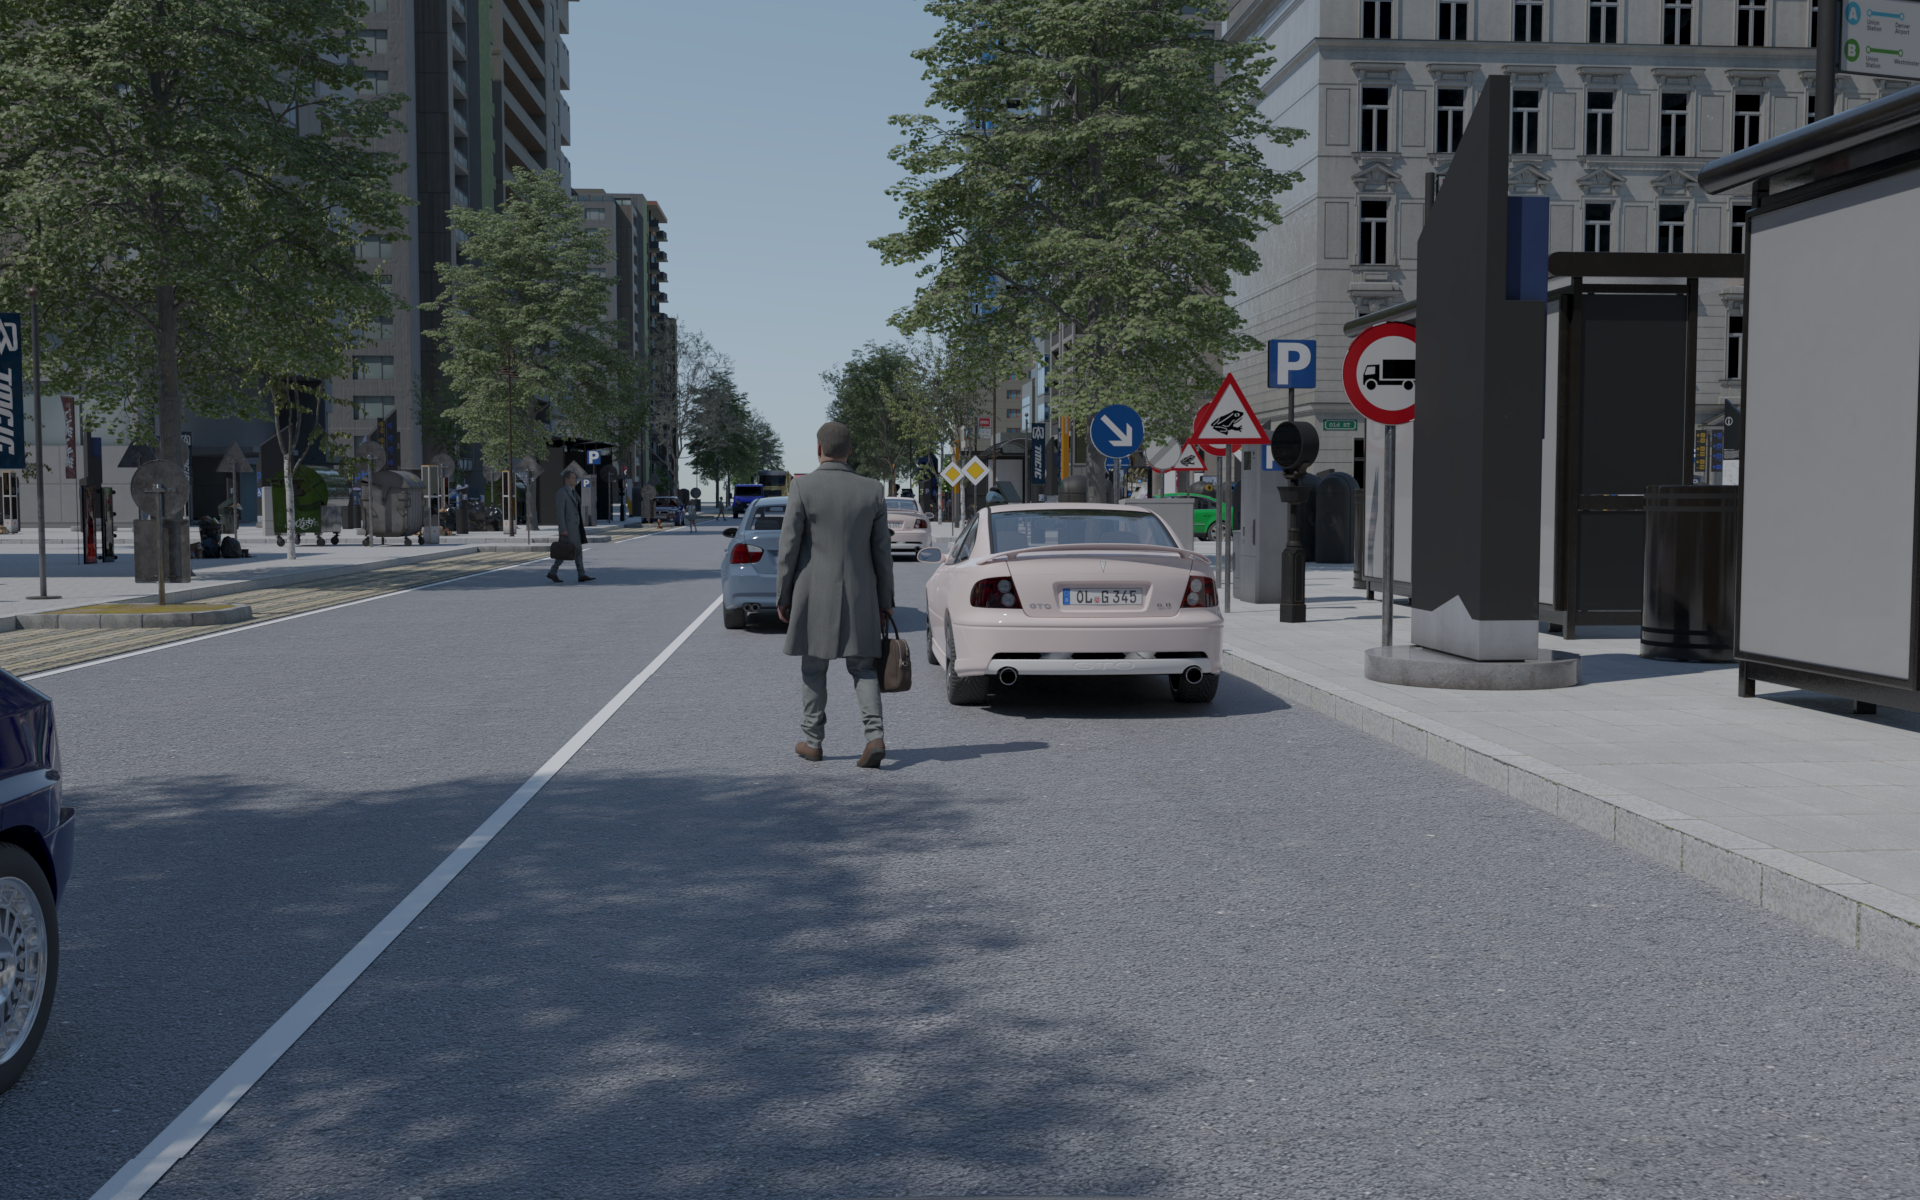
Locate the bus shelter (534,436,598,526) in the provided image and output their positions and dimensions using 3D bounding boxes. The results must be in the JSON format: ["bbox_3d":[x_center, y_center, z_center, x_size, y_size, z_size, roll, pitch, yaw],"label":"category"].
[{"bbox_3d":[-16.649,-4.983,72.748,1.731,3.624,6.357,0,4,-4],"label":"bus shelter"}]

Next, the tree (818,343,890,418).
[{"bbox_3d":[-11.397,-22.114,217.449,12.611,20.169,13.585,0,3,0],"label":"tree"}]

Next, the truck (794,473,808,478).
[{"bbox_3d":[-21.279,-15.096,235.735,2.839,4.237,11.283,0,4,-3],"label":"truck"}]

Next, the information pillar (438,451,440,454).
[{"bbox_3d":[-28.201,-6.276,93.961,0.183,3.616,0.504,-2,4,-32],"label":"information pillar"}]

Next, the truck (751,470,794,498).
[{"bbox_3d":[-15.319,-9.003,143.120,3.469,3.379,9.791,0,4,-3],"label":"truck"}]

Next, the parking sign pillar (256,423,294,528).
[{"bbox_3d":[-26.011,-4.730,65.802,1.447,3.967,1.447,3,5,42],"label":"parking sign pillar"}]

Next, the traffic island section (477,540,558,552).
[{"bbox_3d":[-10.942,-1.321,43.881,2.009,0.180,2.903,0,4,-4],"label":"traffic island section"}]

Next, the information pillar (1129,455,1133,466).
[{"bbox_3d":[9.551,-6.449,96.793,0.183,3.616,0.504,-1,4,-9],"label":"information pillar"}]

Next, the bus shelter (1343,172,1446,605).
[{"bbox_3d":[5.806,-2.553,19.366,2.179,5.291,8.768,0,4,-4],"label":"bus shelter"}]

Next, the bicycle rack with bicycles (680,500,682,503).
[{"bbox_3d":[-19.353,-6.087,112.901,2.852,0.926,2.925,-1,4,-17],"label":"bicycle rack with bicycles"}]

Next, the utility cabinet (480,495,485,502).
[{"bbox_3d":[-31.554,-6.285,113.928,0.306,1.237,1.020,-2,4,-32],"label":"utility cabinet"}]

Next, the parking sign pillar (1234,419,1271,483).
[{"bbox_3d":[10.621,-4.550,62.865,1.447,3.967,1.447,1,4,15],"label":"parking sign pillar"}]

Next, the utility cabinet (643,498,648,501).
[{"bbox_3d":[-17.076,-5.253,94.570,0.318,1.500,1.173,0,4,3],"label":"utility cabinet"}]

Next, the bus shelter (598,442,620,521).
[{"bbox_3d":[-16.869,-5.412,79.776,1.731,3.624,6.357,0,4,-5],"label":"bus shelter"}]

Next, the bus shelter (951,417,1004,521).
[{"bbox_3d":[0.753,-6.729,87.648,2.179,5.291,8.768,0,4,-4],"label":"bus shelter"}]

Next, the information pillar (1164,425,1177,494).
[{"bbox_3d":[6.931,-4.031,57.267,0.504,3.616,0.183,2,4,32],"label":"information pillar"}]

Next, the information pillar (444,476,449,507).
[{"bbox_3d":[-20.626,-3.958,69.212,0.304,2.012,0.304,2,4,23],"label":"information pillar"}]

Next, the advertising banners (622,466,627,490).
[{"bbox_3d":[-20.312,-6.870,108.512,2.074,3.025,0.090,2,4,25],"label":"advertising banners"}]

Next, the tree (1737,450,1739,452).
[{"bbox_3d":[17.930,-2.665,38.182,1.663,3.219,1.824,0,3,0],"label":"tree"}]

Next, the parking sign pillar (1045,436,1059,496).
[{"bbox_3d":[4.207,-5.683,81.382,1.447,3.967,1.447,-1,4,-23],"label":"parking sign pillar"}]

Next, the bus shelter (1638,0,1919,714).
[{"bbox_3d":[5.830,-1.944,9.415,2.179,5.291,8.768,0,4,-5],"label":"bus shelter"}]

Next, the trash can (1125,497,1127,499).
[{"bbox_3d":[8.373,-4.797,90.090,0.748,1.137,0.748,0,3,0],"label":"trash can"}]

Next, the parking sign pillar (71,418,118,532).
[{"bbox_3d":[-29.830,-4.348,59.554,1.447,3.967,1.447,-2,4,-32],"label":"parking sign pillar"}]

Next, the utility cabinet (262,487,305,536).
[{"bbox_3d":[-20.541,-2.686,52.593,1.173,1.500,0.318,-3,4,-36],"label":"utility cabinet"}]

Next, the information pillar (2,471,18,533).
[{"bbox_3d":[-30.954,-3.177,56.442,0.304,2.012,0.304,1,4,11],"label":"information pillar"}]

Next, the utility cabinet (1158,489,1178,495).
[{"bbox_3d":[9.720,-4.425,81.034,0.318,1.500,1.173,3,5,43],"label":"utility cabinet"}]

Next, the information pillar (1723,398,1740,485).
[{"bbox_3d":[18.831,-3.114,42.268,0.183,3.616,0.504,-2,4,-27],"label":"information pillar"}]

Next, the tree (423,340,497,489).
[{"bbox_3d":[-23.360,-7.959,80.491,4.737,8.622,4.395,0,3,0],"label":"tree"}]

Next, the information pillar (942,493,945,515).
[{"bbox_3d":[-1.067,-5.965,102.013,0.304,2.012,0.304,1,4,11],"label":"information pillar"}]

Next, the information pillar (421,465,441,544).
[{"bbox_3d":[-13.546,-2.436,44.314,0.304,2.012,0.304,2,4,35],"label":"information pillar"}]

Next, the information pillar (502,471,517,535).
[{"bbox_3d":[-14.286,-3.085,54.925,0.304,2.012,0.304,2,4,34],"label":"information pillar"}]

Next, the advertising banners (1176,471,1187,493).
[{"bbox_3d":[8.884,-4.276,66.092,2.074,3.025,0.090,1,4,18],"label":"advertising banners"}]

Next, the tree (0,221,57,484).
[{"bbox_3d":[-22.645,-5.468,39.768,4.360,8.622,3.978,0,3,0],"label":"tree"}]

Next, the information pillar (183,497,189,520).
[{"bbox_3d":[-28.583,-3.622,63.708,0.304,2.012,0.304,0,3,0],"label":"information pillar"}]

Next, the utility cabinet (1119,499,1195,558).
[{"bbox_3d":[2.752,-0.803,24.291,1.020,1.237,0.306,-1,4,-13],"label":"utility cabinet"}]

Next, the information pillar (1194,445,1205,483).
[{"bbox_3d":[9.500,-4.736,68.788,0.183,3.616,0.504,-3,4,-38],"label":"information pillar"}]

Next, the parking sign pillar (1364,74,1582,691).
[{"bbox_3d":[3.543,-1.432,11.891,1.447,3.967,1.447,0,4,-5],"label":"parking sign pillar"}]

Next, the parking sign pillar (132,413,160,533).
[{"bbox_3d":[-27.014,-4.256,58.052,1.447,3.967,1.447,-2,4,-30],"label":"parking sign pillar"}]

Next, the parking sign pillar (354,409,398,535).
[{"bbox_3d":[-18.265,-4.036,54.463,1.447,3.967,1.447,1,4,20],"label":"parking sign pillar"}]

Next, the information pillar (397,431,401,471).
[{"bbox_3d":[-20.898,-4.457,64.229,0.183,3.616,0.504,1,4,19],"label":"information pillar"}]

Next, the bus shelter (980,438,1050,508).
[{"bbox_3d":[2.010,-4.335,64.797,2.014,3.302,5.546,0,4,-5],"label":"bus shelter"}]

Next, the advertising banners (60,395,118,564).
[{"bbox_3d":[-15.975,-2.176,31.760,0.090,3.025,2.074,0,4,-3],"label":"advertising banners"}]

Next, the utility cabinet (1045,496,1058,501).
[{"bbox_3d":[3.592,-3.475,67.976,0.306,1.237,1.020,3,4,38],"label":"utility cabinet"}]

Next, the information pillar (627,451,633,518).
[{"bbox_3d":[-18.078,-6.323,94.734,0.183,3.616,0.504,-2,4,-34],"label":"information pillar"}]

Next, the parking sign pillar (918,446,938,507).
[{"bbox_3d":[-1.659,-6.253,90.701,1.447,3.967,1.447,-2,4,-34],"label":"parking sign pillar"}]

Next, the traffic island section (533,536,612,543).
[{"bbox_3d":[-11.558,-1.808,51.843,2.009,0.180,2.903,0,4,-4],"label":"traffic island section"}]
